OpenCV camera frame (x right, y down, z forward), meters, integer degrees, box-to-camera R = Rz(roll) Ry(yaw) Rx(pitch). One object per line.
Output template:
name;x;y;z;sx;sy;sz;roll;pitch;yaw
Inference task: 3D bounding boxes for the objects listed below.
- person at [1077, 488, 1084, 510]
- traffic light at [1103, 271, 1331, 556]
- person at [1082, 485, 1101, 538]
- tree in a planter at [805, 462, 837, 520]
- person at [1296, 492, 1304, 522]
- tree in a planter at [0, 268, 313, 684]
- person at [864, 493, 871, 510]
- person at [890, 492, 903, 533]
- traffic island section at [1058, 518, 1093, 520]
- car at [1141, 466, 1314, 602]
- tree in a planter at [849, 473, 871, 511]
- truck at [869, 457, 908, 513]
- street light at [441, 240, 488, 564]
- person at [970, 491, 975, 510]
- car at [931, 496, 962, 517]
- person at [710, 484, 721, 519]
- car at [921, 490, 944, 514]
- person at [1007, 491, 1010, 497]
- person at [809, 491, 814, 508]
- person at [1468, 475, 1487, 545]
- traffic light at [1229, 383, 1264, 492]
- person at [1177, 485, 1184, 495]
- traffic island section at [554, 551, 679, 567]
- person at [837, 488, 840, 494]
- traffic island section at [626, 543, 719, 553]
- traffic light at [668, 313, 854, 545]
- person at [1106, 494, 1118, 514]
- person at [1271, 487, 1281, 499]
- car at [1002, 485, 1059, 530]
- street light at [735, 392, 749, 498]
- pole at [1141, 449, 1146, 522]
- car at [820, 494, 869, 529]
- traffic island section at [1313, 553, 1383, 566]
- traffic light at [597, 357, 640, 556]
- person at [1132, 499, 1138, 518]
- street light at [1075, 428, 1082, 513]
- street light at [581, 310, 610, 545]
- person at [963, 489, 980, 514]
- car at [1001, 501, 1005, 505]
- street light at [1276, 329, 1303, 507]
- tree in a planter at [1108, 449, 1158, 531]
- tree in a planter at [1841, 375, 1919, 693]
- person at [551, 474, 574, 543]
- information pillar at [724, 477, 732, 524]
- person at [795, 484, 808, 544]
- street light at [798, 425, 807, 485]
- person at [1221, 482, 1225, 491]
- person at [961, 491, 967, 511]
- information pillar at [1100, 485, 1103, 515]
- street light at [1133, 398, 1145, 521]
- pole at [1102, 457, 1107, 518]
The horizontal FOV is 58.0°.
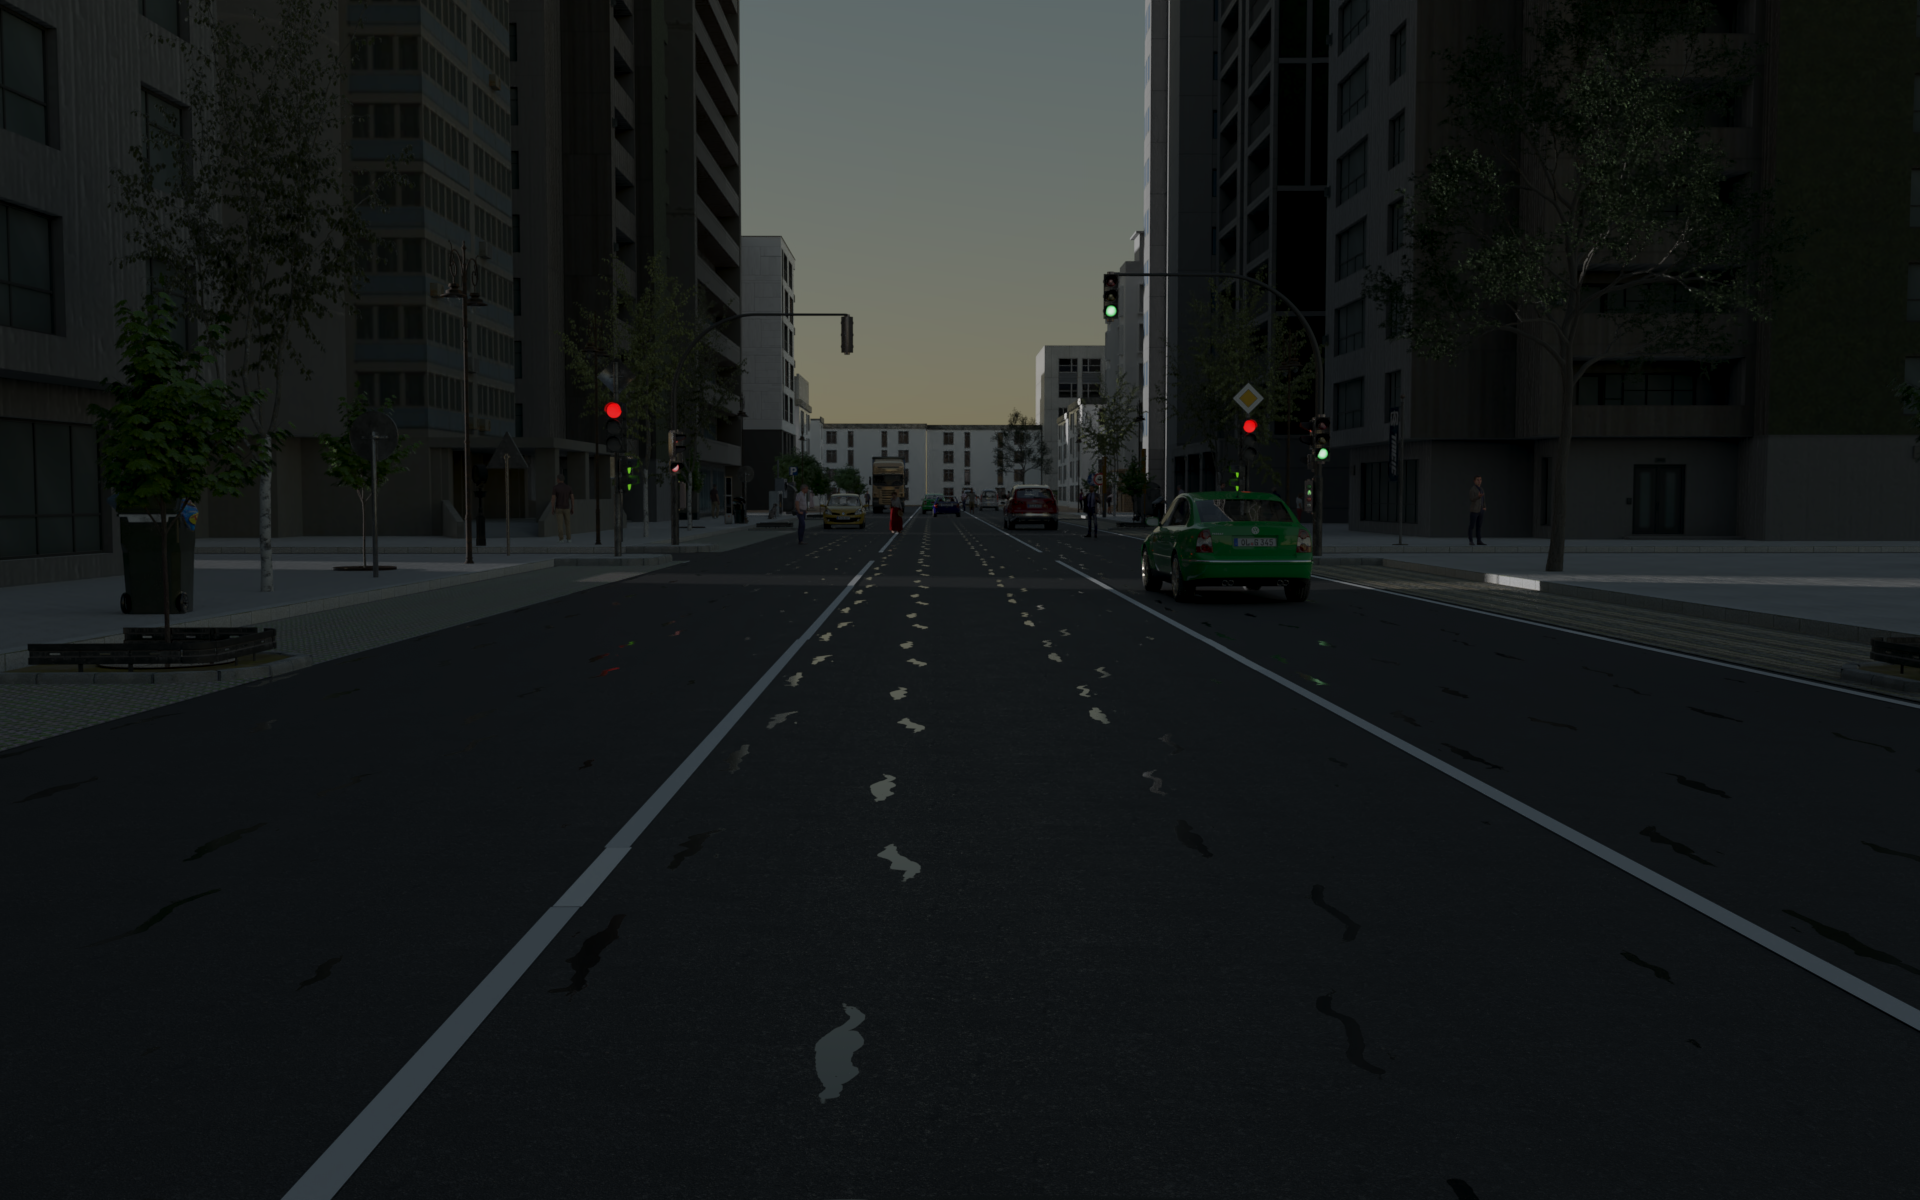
person;9.797;-8.209;140.946;0.721;1.739;1.217;2;4;31
traffic light;5.284;-3.728;35.625;4.771;5.953;1.251;0;4;-1
person;4.321;-2.920;57.070;0.655;1.722;0.431;3;4;38
tree in a planter;-7.716;-6.006;95.416;1.991;3.239;1.994;0;4;-1
person;13.379;-3.558;68.133;0.340;1.345;0.435;-1;4;-22
tree in a planter;-6.388;-1.017;13.859;1.991;3.239;1.994;0;4;-1
person;-8.137;-8.782;152.608;0.617;1.759;0.750;-1;4;-9
person;-2.373;-3.257;64.227;0.523;1.526;0.387;-1;4;-23
traffic island section;6.440;-4.442;95.500;1.991;0.108;1.994;0;4;-1
car;3.677;-0.954;24.388;1.959;1.807;4.718;0;4;-3
tree in a planter;-8.522;-9.079;145.666;1.991;3.239;1.994;0;4;-1
truck;-5.388;-8.719;131.464;2.839;4.237;11.283;0;4;-2
street light;-9.043;-3.606;31.746;0.468;5.910;1.993;0;4;-1
person;1.134;-8.968;155.945;0.721;1.723;1.217;1;4;16
car;-0.835;-5.844;108.129;1.945;1.354;3.894;0;4;-1
person;-12.585;-5.077;89.186;0.434;1.807;0.598;-3;5;-41
car;-1.822;-7.073;124.447;1.959;1.807;4.718;0;4;0
person;4.328;-8.995;156.271;0.721;1.736;1.217;3;5;42
person;-13.147;-9.006;153.953;0.621;1.740;0.551;-2;4;-34
person;12.995;-2.239;43.174;0.617;1.759;0.750;-1;4;-22
traffic light;7.244;-3.356;43.784;0.839;4.253;0.868;0;4;-1
person;10.686;-4.720;84.161;0.436;1.711;0.756;2;4;32
traffic island section;-7.065;-0.820;35.685;2.009;0.180;2.903;0;4;-1
person;-10.985;-9.255;157.454;0.705;1.812;1.348;1;4;9
traffic island section;-7.195;-1.308;43.669;2.009;0.180;2.903;0;4;-1
traffic light;-5.065;-4.216;43.604;4.771;5.953;1.251;0;4;-1
person;9.585;-6.119;109.284;0.628;1.438;0.799;1;4;22
person;11.881;-3.521;65.828;0.569;1.553;0.471;2;4;34
car;2.870;-3.799;70.784;2.281;1.827;5.304;0;4;-2
street light;-9.876;-6.476;78.674;0.468;5.910;1.993;0;4;-1
pole;8.242;-5.129;77.707;0.158;3.312;0.155;0;3;0
car;-4.836;-3.822;72.719;2.015;1.641;3.980;0;4;-2
traffic island section;7.414;-0.834;35.915;2.009;0.180;2.903;0;4;-1
traffic light;-7.025;-2.852;35.551;0.839;4.253;0.868;0;4;-1
person;8.657;-4.926;86.452;0.599;1.838;0.709;0;4;-2
street light;8.138;-8.918;118.604;0.468;5.910;1.993;0;4;-1
street light;-9.174;-4.340;43.747;0.468;5.910;1.993;0;4;-1
person;0.860;-7.163;125.613;1.348;1.824;0.705;0;4;-2
car;3.059;-4.470;84.881;2.131;1.459;4.920;0;3;0
street light;9.230;-4.640;48.645;0.468;5.910;1.993;0;4;-1
tree in a planter;6.885;-4.357;68.465;1.991;3.239;1.994;0;4;-1
tree in a planter;7.781;-0.957;12.870;1.991;3.239;1.994;0;4;-1
person;-10.498;-2.421;45.762;0.598;1.807;0.434;-1;4;-19
information pillar;-9.842;-4.224;73.554;0.304;2.012;0.304;-1;4;-15
person;-4.480;-2.456;49.595;0.436;1.711;0.756;1;4;20
street light;-10.332;-8.613;113.608;0.468;5.910;1.993;0;4;-1
person;10.591;-3.825;69.113;0.750;1.759;0.617;2;4;33
person;0.273;-8.140;142.520;0.436;1.711;0.756;3;5;44
information pillar;8.918;-6.351;108.336;0.304;2.012;0.304;-1;4;-14
street light;8.650;-6.778;83.612;0.468;5.910;1.993;0;4;-1
pole;7.888;-6.159;94.545;0.158;3.312;0.155;0;3;0
